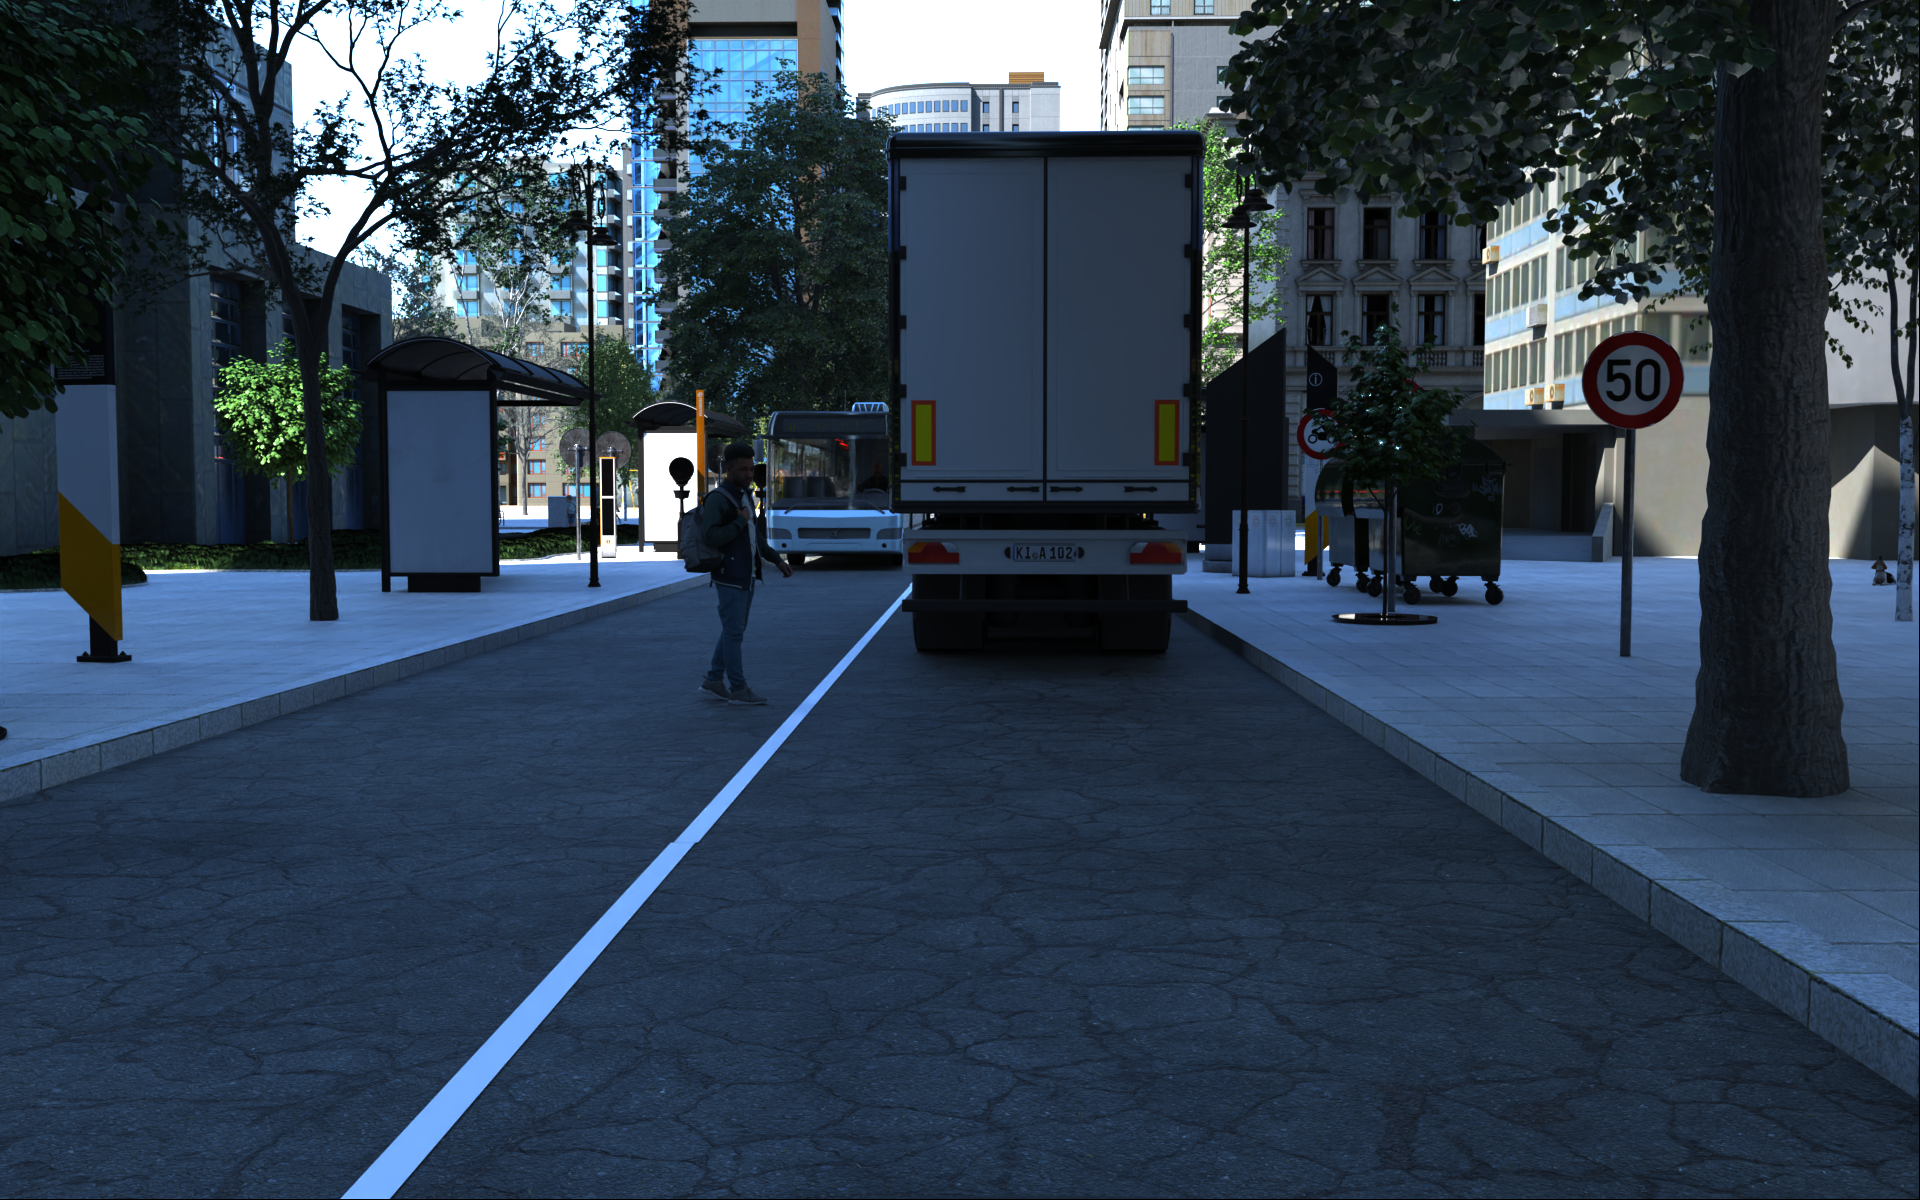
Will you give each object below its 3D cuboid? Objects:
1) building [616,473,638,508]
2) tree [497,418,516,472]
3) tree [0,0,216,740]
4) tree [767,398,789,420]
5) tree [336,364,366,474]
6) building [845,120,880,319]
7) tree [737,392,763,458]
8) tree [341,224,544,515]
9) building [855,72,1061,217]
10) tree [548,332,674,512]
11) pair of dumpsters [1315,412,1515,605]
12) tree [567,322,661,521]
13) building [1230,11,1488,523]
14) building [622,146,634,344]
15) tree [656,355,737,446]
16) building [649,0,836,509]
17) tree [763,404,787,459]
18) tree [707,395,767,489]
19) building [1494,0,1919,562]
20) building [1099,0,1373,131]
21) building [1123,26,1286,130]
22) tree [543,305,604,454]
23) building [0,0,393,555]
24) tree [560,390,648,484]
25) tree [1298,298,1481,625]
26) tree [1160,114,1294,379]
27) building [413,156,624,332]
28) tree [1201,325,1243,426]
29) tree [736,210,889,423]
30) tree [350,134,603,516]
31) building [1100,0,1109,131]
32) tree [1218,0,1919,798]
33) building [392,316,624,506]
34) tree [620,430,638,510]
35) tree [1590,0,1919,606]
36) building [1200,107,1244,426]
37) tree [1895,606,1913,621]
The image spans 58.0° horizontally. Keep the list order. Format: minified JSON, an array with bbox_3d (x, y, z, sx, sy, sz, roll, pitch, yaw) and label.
[{"bbox_3d":[-21.719,-52.589,172.503,22.319,86.520,31.000,0,4,1],"label":"building"},{"bbox_3d":[-16.379,-4.493,57.176,4.285,4.588,4.351,0,3,0],"label":"tree"},{"bbox_3d":[-5.612,-1.531,8.752,4.285,4.588,4.351,0,3,0],"label":"tree"},{"bbox_3d":[-11.852,-9.656,108.239,4.737,8.622,4.395,0,3,0],"label":"tree"},{"bbox_3d":[-13.987,-3.213,36.247,4.285,4.588,4.351,0,3,0],"label":"tree"},{"bbox_3d":[-16.870,-33.859,203.710,14.200,45.320,14.600,0,4,1],"label":"building"},{"bbox_3d":[-15.403,-10.184,116.866,4.360,8.622,3.978,0,3,0],"label":"tree"},{"bbox_3d":[-26.495,-10.373,79.963,12.009,13.543,11.850,0,3,0],"label":"tree"},{"bbox_3d":[-0.298,-43.016,245.312,28.212,58.520,21.231,0,4,1],"label":"building"},{"bbox_3d":[-24.543,-12.589,122.832,9.611,12.733,9.660,0,3,0],"label":"tree"},{"bbox_3d":[5.683,-1.192,21.978,1.574,2.255,4.437,0,4,1],"label":"pair of dumpsters"},{"bbox_3d":[-15.269,-7.633,75.162,4.737,8.622,4.395,0,3,0],"label":"tree"},{"bbox_3d":[23.223,-15.387,80.455,19.941,23.489,11.050,0,4,1],"label":"building"},{"bbox_3d":[-31.253,-31.819,203.832,14.086,41.232,14.154,0,4,1],"label":"building"},{"bbox_3d":[-14.702,-8.803,94.292,4.360,8.622,3.978,0,3,0],"label":"tree"},{"bbox_3d":[-18.286,-30.643,151.131,14.600,45.320,14.200,0,4,1],"label":"building"},{"bbox_3d":[-15.029,-12.214,134.105,7.601,10.594,8.767,0,4,1],"label":"tree"},{"bbox_3d":[-14.057,-9.198,100.748,4.737,8.622,4.395,0,3,0],"label":"tree"},{"bbox_3d":[26.198,-21.261,39.500,32.217,40.220,23.993,0,4,1],"label":"building"},{"bbox_3d":[29.166,-35.889,176.021,28.713,52.752,27.495,0,4,1],"label":"building"},{"bbox_3d":[21.502,-28.864,155.528,14.154,41.232,14.086,0,4,1],"label":"building"},{"bbox_3d":[-26.530,-11.910,105.093,12.009,13.543,11.850,0,3,0],"label":"tree"},{"bbox_3d":[-32.566,-44.383,38.333,31.000,86.520,22.319,0,4,1],"label":"building"},{"bbox_3d":[-27.512,-13.214,134.172,7.486,12.596,7.792,0,3,0],"label":"tree"},{"bbox_3d":[4.270,-1.382,17.195,1.663,3.219,1.824,0,3,0],"label":"tree"},{"bbox_3d":[5.482,-7.459,47.713,9.928,11.665,9.643,0,3,0],"label":"tree"},{"bbox_3d":[-61.079,-38.419,247.754,30.456,49.044,23.786,0,4,1],"label":"building"},{"bbox_3d":[10.218,-7.545,73.730,4.737,8.622,4.395,0,3,0],"label":"tree"},{"bbox_3d":[-5.182,-10.138,76.128,12.009,13.543,11.850,0,3,0],"label":"tree"},{"bbox_3d":[-25.658,-14.432,91.855,12.611,20.169,13.585,0,3,0],"label":"tree"},{"bbox_3d":[24.741,-46.590,200.004,20.563,71.187,20.611,0,4,1],"label":"building"},{"bbox_3d":[3.561,-6.144,7.111,9.857,13.997,8.962,0,3,0],"label":"tree"},{"bbox_3d":[-52.851,-21.668,199.304,28.899,21.520,27.650,0,4,1],"label":"building"},{"bbox_3d":[-27.437,-11.707,141.767,4.360,8.622,3.978,0,3,0],"label":"tree"},{"bbox_3d":[10.157,-4.392,22.165,4.360,8.622,3.978,0,3,0],"label":"tree"},{"bbox_3d":[21.429,-19.935,113.328,14.401,28.519,23.554,0,4,1],"label":"building"},{"bbox_3d":[9.630,-4.078,17.032,4.360,8.622,3.978,0,3,0],"label":"tree"}]
